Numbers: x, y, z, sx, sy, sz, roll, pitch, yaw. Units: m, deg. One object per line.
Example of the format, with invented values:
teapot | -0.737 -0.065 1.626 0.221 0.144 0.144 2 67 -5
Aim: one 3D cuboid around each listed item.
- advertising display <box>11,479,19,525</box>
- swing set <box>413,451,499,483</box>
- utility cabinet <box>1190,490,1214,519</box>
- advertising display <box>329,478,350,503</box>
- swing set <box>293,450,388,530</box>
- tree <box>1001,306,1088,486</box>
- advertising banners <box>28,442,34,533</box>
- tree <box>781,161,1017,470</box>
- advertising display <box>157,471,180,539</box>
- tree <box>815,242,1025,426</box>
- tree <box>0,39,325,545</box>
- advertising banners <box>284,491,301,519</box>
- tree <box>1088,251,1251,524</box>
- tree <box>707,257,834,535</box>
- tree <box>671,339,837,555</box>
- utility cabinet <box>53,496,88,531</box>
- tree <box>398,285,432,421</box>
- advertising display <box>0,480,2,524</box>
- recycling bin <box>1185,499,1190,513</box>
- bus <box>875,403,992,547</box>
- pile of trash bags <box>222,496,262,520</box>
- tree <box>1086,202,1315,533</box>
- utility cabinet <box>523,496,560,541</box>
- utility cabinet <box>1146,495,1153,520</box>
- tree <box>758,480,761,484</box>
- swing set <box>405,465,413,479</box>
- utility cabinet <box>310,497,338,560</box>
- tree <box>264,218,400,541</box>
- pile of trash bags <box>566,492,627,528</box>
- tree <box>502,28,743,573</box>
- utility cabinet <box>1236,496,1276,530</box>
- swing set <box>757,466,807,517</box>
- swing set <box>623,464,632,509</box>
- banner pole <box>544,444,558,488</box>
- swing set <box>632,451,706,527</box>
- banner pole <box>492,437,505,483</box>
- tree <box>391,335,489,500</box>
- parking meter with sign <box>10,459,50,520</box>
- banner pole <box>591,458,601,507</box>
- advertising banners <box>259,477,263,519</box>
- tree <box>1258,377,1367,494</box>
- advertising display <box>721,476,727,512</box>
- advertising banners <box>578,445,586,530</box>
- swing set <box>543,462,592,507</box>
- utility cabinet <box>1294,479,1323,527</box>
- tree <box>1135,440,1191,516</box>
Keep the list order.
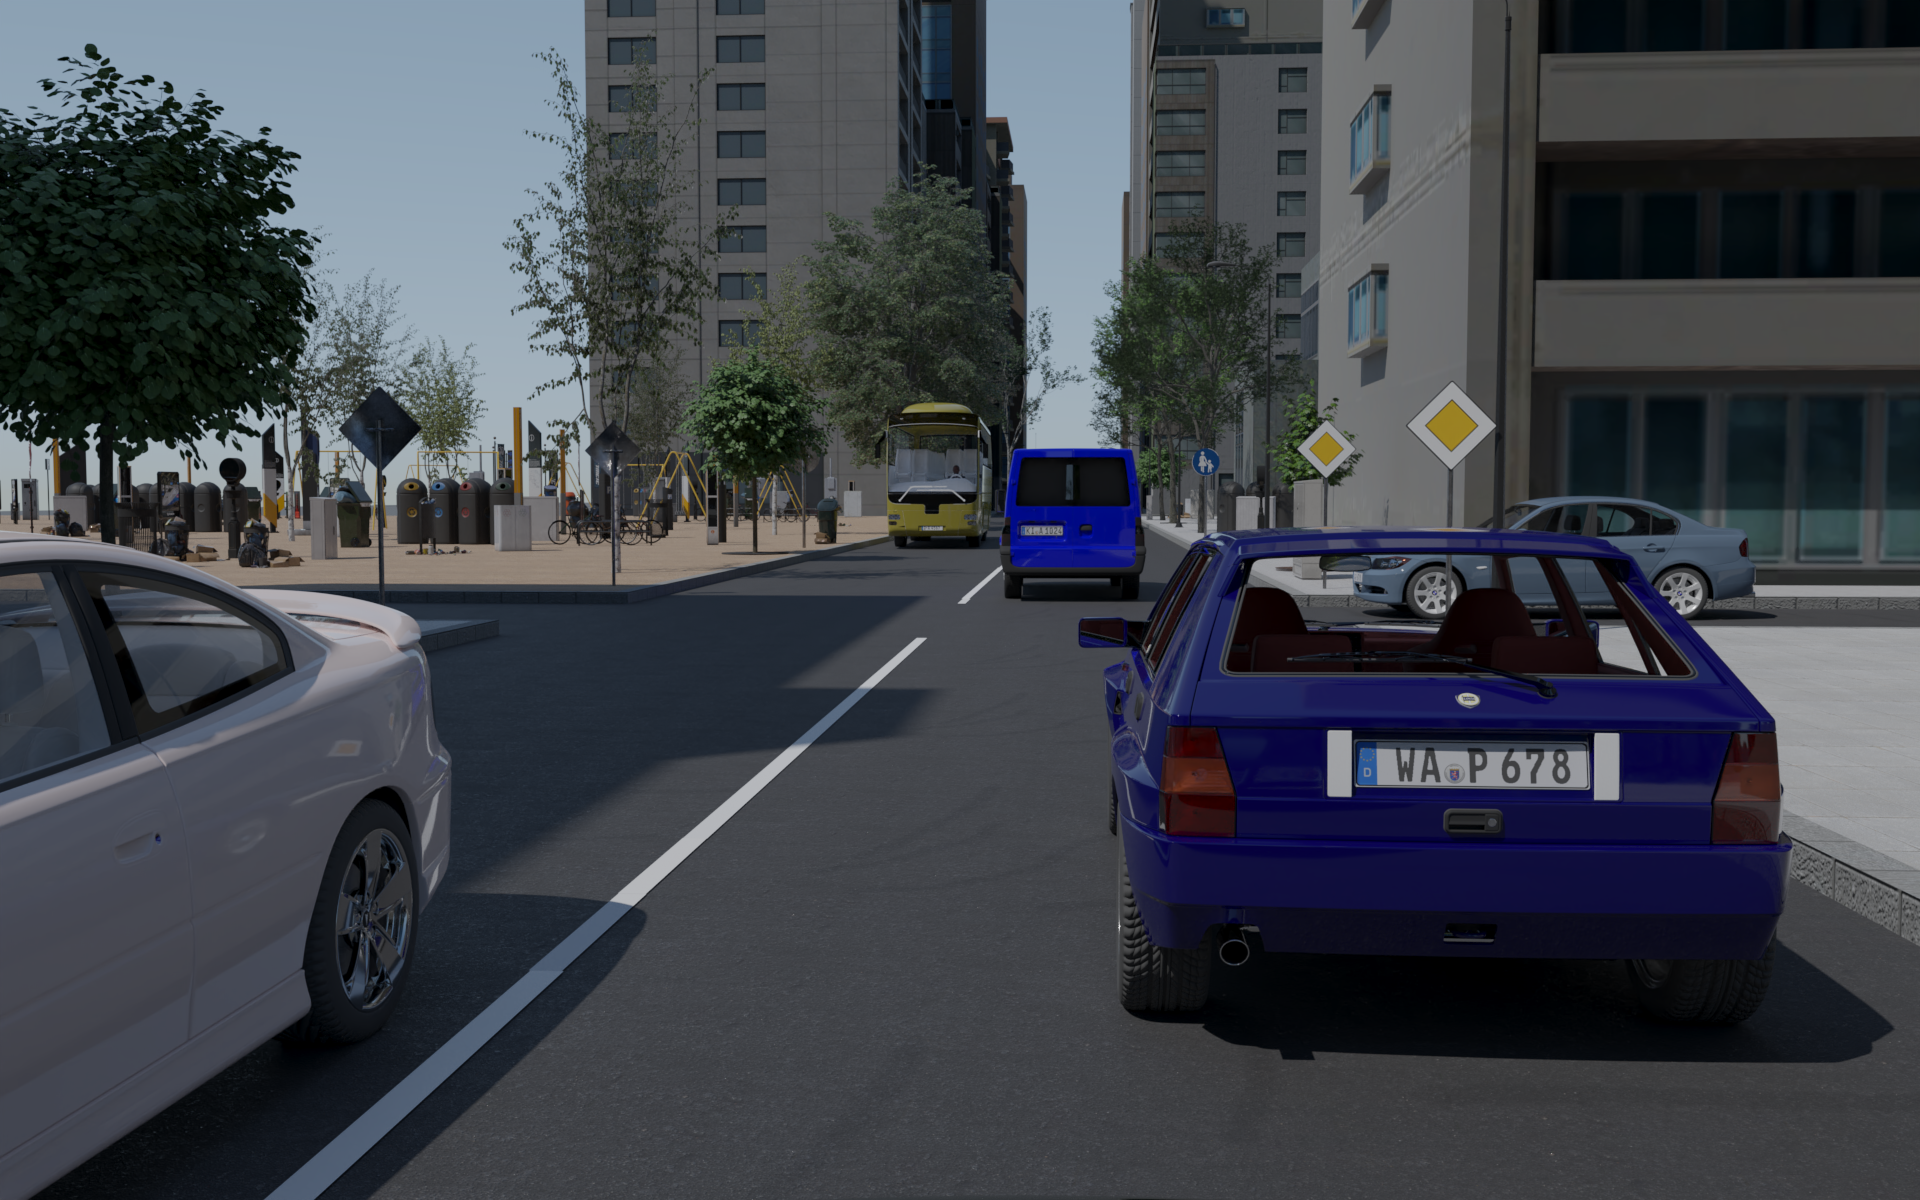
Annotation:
advertising display | -39.927 -4.157 73.178 0.123 1.923 0.974 -3 4 -36
swing set | -18.235 -4.027 63.457 3.119 2.851 2.862 -1 4 -16
utility cabinet | 12.345 -4.866 88.236 1.173 1.500 0.318 2 4 24
advertising display | -24.484 -3.865 68.413 0.974 1.923 0.123 2 4 25
swing set | -22.258 -3.962 62.392 3.119 2.851 2.862 -1 4 -9
tree | 6.209 -19.451 173.914 12.611 20.169 13.585 0 3 0
advertising banners | -21.514 -2.685 40.094 0.090 3.025 2.074 -2 4 -28
tree | -2.222 -9.886 68.286 9.857 13.997 8.962 0 3 0
advertising display | -22.580 -2.705 49.435 0.123 1.923 0.974 0 4 5
tree | -1.837 -10.446 81.158 12.009 13.543 11.850 0 3 0
tree | -6.250 -1.778 12.780 4.285 4.588 4.351 0 3 0
advertising banners | -34.324 -5.714 89.611 2.074 3.025 0.090 3 4 36
tree | 9.122 -9.124 74.932 9.928 11.665 9.643 0 3 0
tree | -5.864 -6.353 54.230 4.737 8.622 4.395 0 3 0
tree | -4.460 -3.258 36.983 4.285 4.588 4.351 0 3 0
utility cabinet | -30.671 -2.970 59.715 1.020 1.237 0.306 -1 4 -23
tree | -19.728 -6.535 57.210 4.360 8.622 3.978 0 3 0
advertising display | -42.045 -4.281 75.205 0.974 1.923 0.123 1 4 19
recycling bin | 12.721 -4.999 94.286 0.722 1.027 0.722 2 4 30
bus | -0.477 -3.595 50.329 2.896 3.916 12.252 0 4 2
pile of trash bags | -36.563 -4.676 86.198 3.447 1.369 1.912 -2 4 -29
tree | 7.710 -7.468 56.515 8.767 10.594 7.601 3 5 41
utility cabinet | -11.480 -2.210 47.298 1.020 1.237 0.306 0 4 1
utility cabinet | 9.431 -4.587 86.153 0.306 1.237 1.020 1 4 8
tree | -11.192 -8.558 90.290 4.360 8.622 3.978 0 3 0
swing set | -28.185 -5.845 93.192 2.862 2.851 3.119 3 5 42
utility cabinet | -12.578 -1.414 34.278 0.306 1.237 1.020 0 4 -7
tree | -17.924 -5.901 46.850 4.360 8.622 3.978 0 3 0
pile of trash bags | -14.413 -3.508 67.112 1.912 1.369 3.447 -3 5 -44
tree | -5.606 -4.757 28.147 4.360 8.622 3.978 0 3 0
utility cabinet | 8.003 -2.184 46.875 1.020 1.237 0.306 2 4 24
swing set | -10.038 -6.005 95.808 2.862 2.851 3.119 -1 4 -12
swing set | -16.883 -5.736 91.407 3.119 2.851 2.862 1 4 8
banner pole | -20.463 -5.901 86.492 0.863 3.779 0.401 -1 4 -22
swing set | -10.474 -4.116 64.909 2.862 2.851 3.119 0 4 0
banner pole | -20.138 -5.238 75.651 0.401 3.779 0.863 2 4 25
tree | -23.528 -7.895 79.441 4.737 8.622 4.395 0 3 0
parking meter with sign | -45.808 -5.446 85.298 1.738 3.016 0.543 -1 4 -14
banner pole | -18.660 -6.032 88.634 0.863 3.779 0.401 2 4 33
advertising banners | -33.707 -5.306 82.935 0.090 3.025 2.074 1 4 23
tree | 5.796 -2.090 28.770 1.663 3.219 1.824 0 3 0
advertising display | -8.637 -3.551 63.277 0.123 1.923 0.974 0 4 -3
advertising banners | -12.929 -3.848 59.100 0.090 3.025 2.074 0 4 -7
swing set | -19.224 -5.298 84.249 2.862 2.851 3.119 0 4 -6
utility cabinet | 5.286 -1.084 26.406 0.318 1.500 1.173 0 4 4
tree | 12.035 -7.303 103.125 4.285 4.588 4.351 0 3 0
